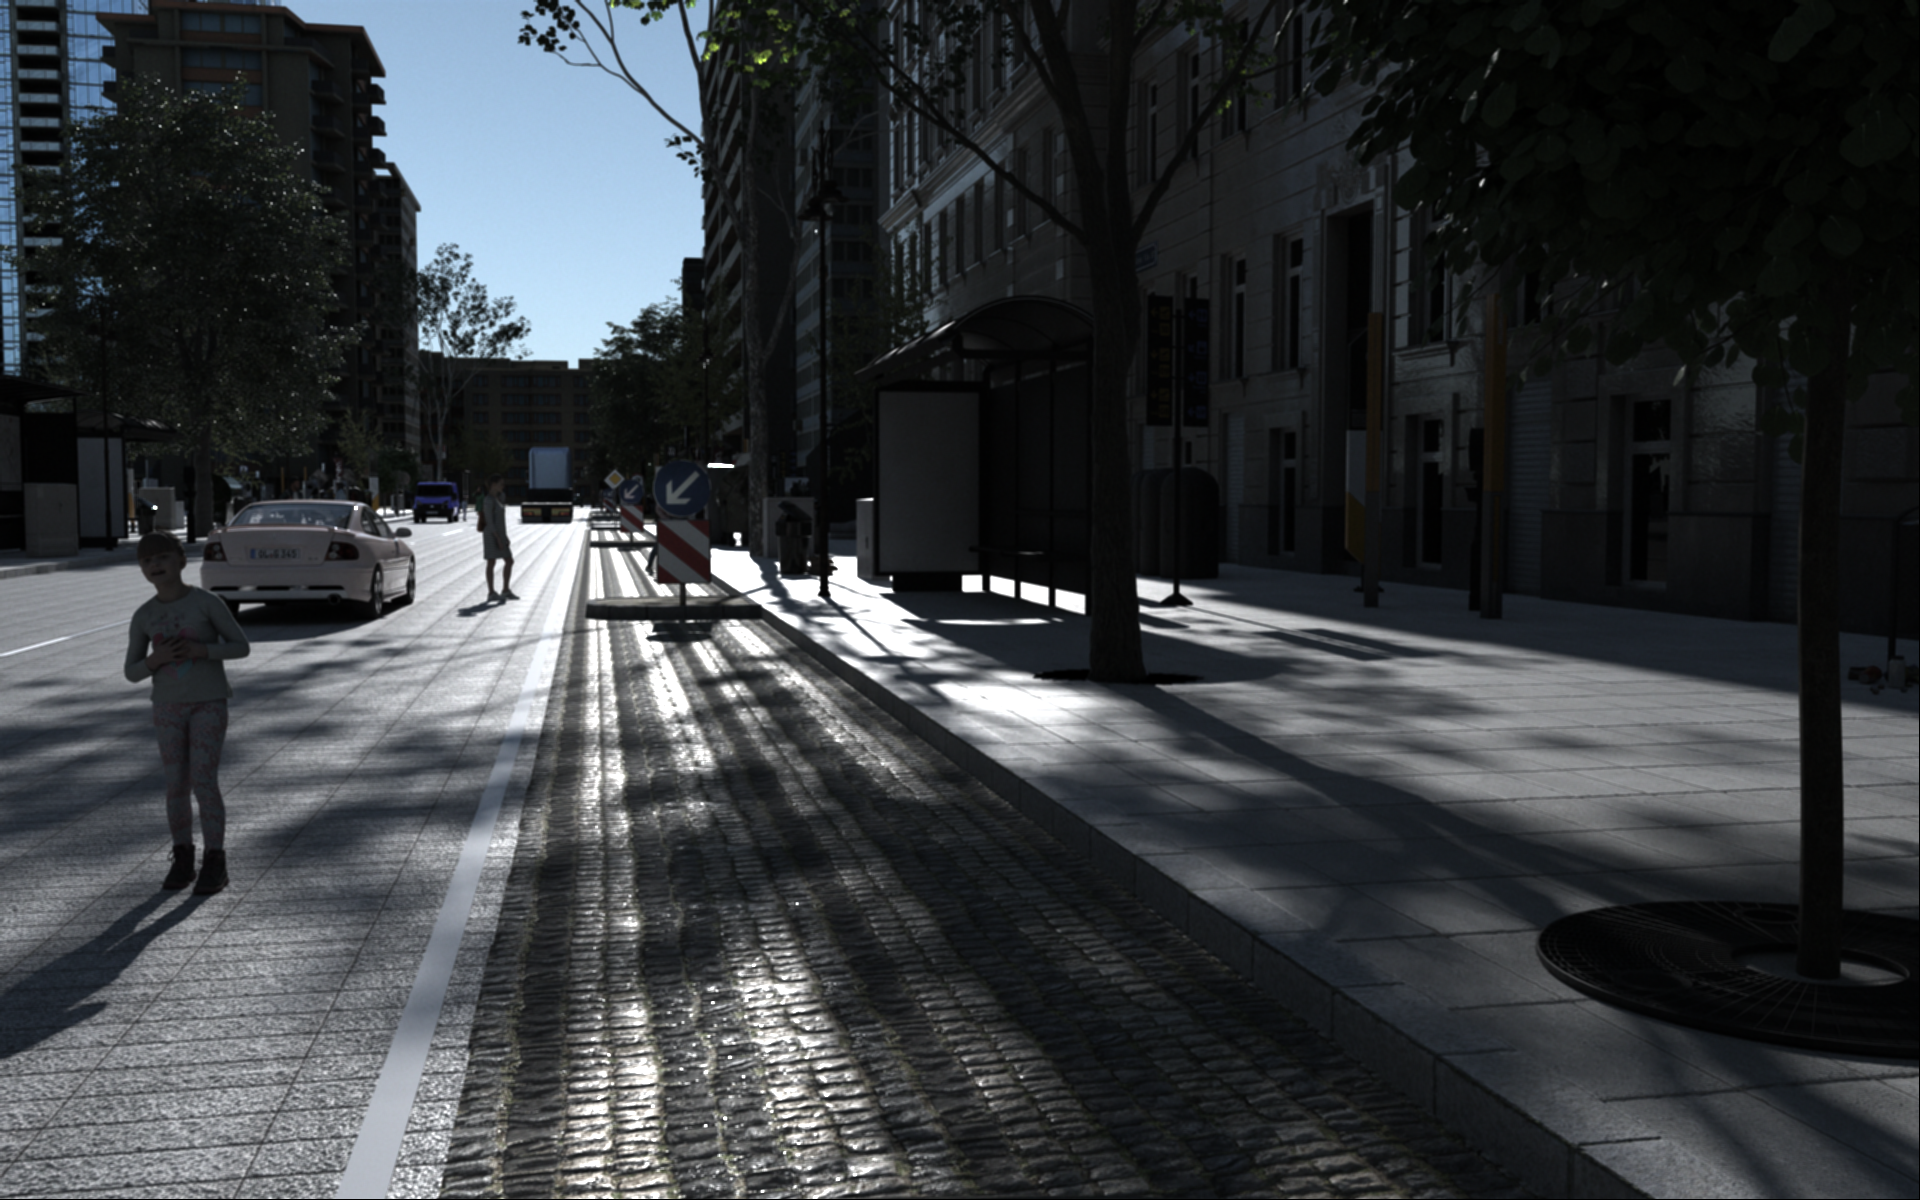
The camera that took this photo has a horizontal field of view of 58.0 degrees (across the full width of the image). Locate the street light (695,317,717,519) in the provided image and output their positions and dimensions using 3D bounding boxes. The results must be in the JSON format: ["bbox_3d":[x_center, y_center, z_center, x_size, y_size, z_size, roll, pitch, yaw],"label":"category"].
[{"bbox_3d":[-6.632,-4.438,45.342,0.468,5.910,1.993,-1,4,-12],"label":"street light"}]

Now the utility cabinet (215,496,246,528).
[{"bbox_3d":[-26.697,-3.195,63.400,1.020,1.237,0.306,-3,4,-37],"label":"utility cabinet"}]

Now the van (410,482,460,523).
[{"bbox_3d":[-26.493,-5.093,87.650,2.240,2.365,5.245,-1,4,-12],"label":"van"}]

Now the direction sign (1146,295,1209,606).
[{"bbox_3d":[2.512,-1.713,20.000,0.876,3.537,0.379,-2,4,-31],"label":"direction sign"}]

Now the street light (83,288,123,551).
[{"bbox_3d":[-19.307,-4.058,39.133,0.468,5.910,1.993,-1,4,-12],"label":"street light"}]

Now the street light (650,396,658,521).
[{"bbox_3d":[-14.302,-6.648,81.479,0.468,5.910,1.993,-1,4,-12],"label":"street light"}]

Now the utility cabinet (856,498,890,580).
[{"bbox_3d":[-1.322,-0.920,26.199,0.306,1.237,1.020,-1,4,-17],"label":"utility cabinet"}]

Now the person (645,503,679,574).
[{"bbox_3d":[-5.257,-1.324,30.734,0.643,1.750,0.593,1,4,22],"label":"person"}]

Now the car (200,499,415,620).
[{"bbox_3d":[-7.802,-0.529,21.008,2.083,1.381,4.827,-1,4,-10],"label":"car"}]

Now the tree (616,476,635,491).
[{"bbox_3d":[-42.066,-16.147,214.357,4.360,8.622,3.978,0,3,0],"label":"tree"}]

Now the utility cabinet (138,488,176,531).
[{"bbox_3d":[-27.840,-3.141,60.027,1.173,1.500,0.318,0,4,5],"label":"utility cabinet"}]

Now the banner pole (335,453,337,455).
[{"bbox_3d":[-37.750,-7.020,104.799,0.401,3.779,0.863,-1,4,-22],"label":"banner pole"}]

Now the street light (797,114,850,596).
[{"bbox_3d":[-1.707,-2.985,21.595,0.468,5.910,1.993,-1,4,-12],"label":"street light"}]

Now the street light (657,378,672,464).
[{"bbox_3d":[-11.622,-5.870,68.755,0.468,5.910,1.993,-1,4,-12],"label":"street light"}]

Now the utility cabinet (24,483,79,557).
[{"bbox_3d":[-18.394,-1.615,35.092,0.318,1.500,1.173,1,4,10],"label":"utility cabinet"}]

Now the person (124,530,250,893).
[{"bbox_3d":[-2.808,0.396,6.303,0.425,1.301,0.394,-1,4,-22],"label":"person"}]

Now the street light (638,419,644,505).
[{"bbox_3d":[-19.253,-8.067,104.687,0.468,5.910,1.993,-1,4,-12],"label":"street light"}]

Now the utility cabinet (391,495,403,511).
[{"bbox_3d":[-44.061,-7.608,135.555,0.306,1.237,1.020,2,4,30],"label":"utility cabinet"}]

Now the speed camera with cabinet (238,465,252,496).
[{"bbox_3d":[-48.134,-7.392,115.193,0.660,3.252,2.038,2,4,28],"label":"speed camera with cabinet"}]

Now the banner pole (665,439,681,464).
[{"bbox_3d":[-12.785,-5.354,77.562,0.863,3.779,0.401,-1,4,-14],"label":"banner pole"}]

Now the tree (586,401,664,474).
[{"bbox_3d":[-31.178,-14.132,165.466,7.601,10.594,8.767,2,4,30],"label":"tree"}]

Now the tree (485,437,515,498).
[{"bbox_3d":[-56.583,-15.993,211.855,4.360,8.622,3.978,0,3,0],"label":"tree"}]

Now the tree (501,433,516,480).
[{"bbox_3d":[-49.940,-14.109,181.038,4.737,8.622,4.395,0,3,0],"label":"tree"}]

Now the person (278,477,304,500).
[{"bbox_3d":[-15.141,-1.896,39.491,0.794,1.824,0.713,-3,4,-38],"label":"person"}]

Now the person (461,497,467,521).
[{"bbox_3d":[-26.276,-4.840,91.912,0.425,1.301,0.394,1,4,21],"label":"person"}]

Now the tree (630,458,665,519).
[{"bbox_3d":[-16.109,-5.894,90.972,1.663,3.219,1.824,0,3,0],"label":"tree"}]

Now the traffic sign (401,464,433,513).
[{"bbox_3d":[-37.358,-7.652,118.977,2.265,3.308,0.079,0,4,-5],"label":"traffic sign"}]

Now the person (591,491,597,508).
[{"bbox_3d":[-36.380,-9.974,172.123,0.434,1.755,0.990,-3,5,-40],"label":"person"}]

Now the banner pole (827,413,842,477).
[{"bbox_3d":[-3.879,-3.886,53.560,0.863,3.779,0.401,3,4,36],"label":"banner pole"}]

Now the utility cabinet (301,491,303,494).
[{"bbox_3d":[-42.663,-6.294,111.582,1.173,1.500,0.318,2,4,28],"label":"utility cabinet"}]

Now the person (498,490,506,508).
[{"bbox_3d":[-37.318,-8.093,141.019,0.583,1.804,0.606,1,4,16],"label":"person"}]

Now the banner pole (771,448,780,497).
[{"bbox_3d":[-10.027,-6.385,94.404,0.401,3.779,0.863,2,4,35],"label":"banner pole"}]

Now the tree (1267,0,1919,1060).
[{"bbox_3d":[2.368,-1.273,4.520,4.285,4.588,4.351,0,3,0],"label":"tree"}]

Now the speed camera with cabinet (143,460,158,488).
[{"bbox_3d":[-46.144,-6.438,99.595,2.038,3.252,0.660,2,4,33],"label":"speed camera with cabinet"}]

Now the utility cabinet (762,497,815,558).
[{"bbox_3d":[-3.464,-1.458,34.994,1.020,1.237,0.306,-2,4,-29],"label":"utility cabinet"}]

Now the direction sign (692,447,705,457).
[{"bbox_3d":[-12.759,-5.638,84.171,0.876,3.537,0.379,2,4,27],"label":"direction sign"}]

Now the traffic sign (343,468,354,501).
[{"bbox_3d":[-30.539,-5.263,86.150,0.768,2.556,0.104,0,4,-3],"label":"traffic sign"}]

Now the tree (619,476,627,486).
[{"bbox_3d":[-27.257,-9.049,142.552,1.663,3.219,1.824,0,3,0],"label":"tree"}]

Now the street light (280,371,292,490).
[{"bbox_3d":[-24.278,-5.487,62.503,0.468,5.910,1.993,-1,4,-12],"label":"street light"}]

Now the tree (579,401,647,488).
[{"bbox_3d":[-38.240,-17.048,195.739,9.611,12.733,9.660,0,3,0],"label":"tree"}]

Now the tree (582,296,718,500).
[{"bbox_3d":[-20.081,-12.601,112.685,9.857,13.997,8.962,0,3,0],"label":"tree"}]

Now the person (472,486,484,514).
[{"bbox_3d":[-22.741,-4.484,82.055,0.600,1.795,0.529,1,4,12],"label":"person"}]

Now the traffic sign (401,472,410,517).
[{"bbox_3d":[-31.571,-6.005,98.281,0.768,2.556,0.104,-1,4,-10],"label":"traffic sign"}]

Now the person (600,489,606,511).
[{"bbox_3d":[-27.789,-7.718,134.869,0.537,1.800,0.526,-3,5,-44],"label":"person"}]

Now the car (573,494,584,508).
[{"bbox_3d":[-41.335,-10.632,185.624,2.131,1.459,4.920,-1,4,-11],"label":"car"}]

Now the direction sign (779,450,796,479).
[{"bbox_3d":[-8.788,-5.894,88.357,0.876,3.537,0.379,-1,4,-18],"label":"direction sign"}]

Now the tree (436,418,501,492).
[{"bbox_3d":[-46.876,-13.009,163.058,4.737,8.622,4.395,0,3,0],"label":"tree"}]

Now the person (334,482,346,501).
[{"bbox_3d":[-18.544,-2.639,51.904,0.793,1.790,0.793,3,5,43],"label":"person"}]

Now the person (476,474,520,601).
[{"bbox_3d":[-6.252,-0.845,23.322,0.522,1.701,0.512,0,4,-1],"label":"person"}]
